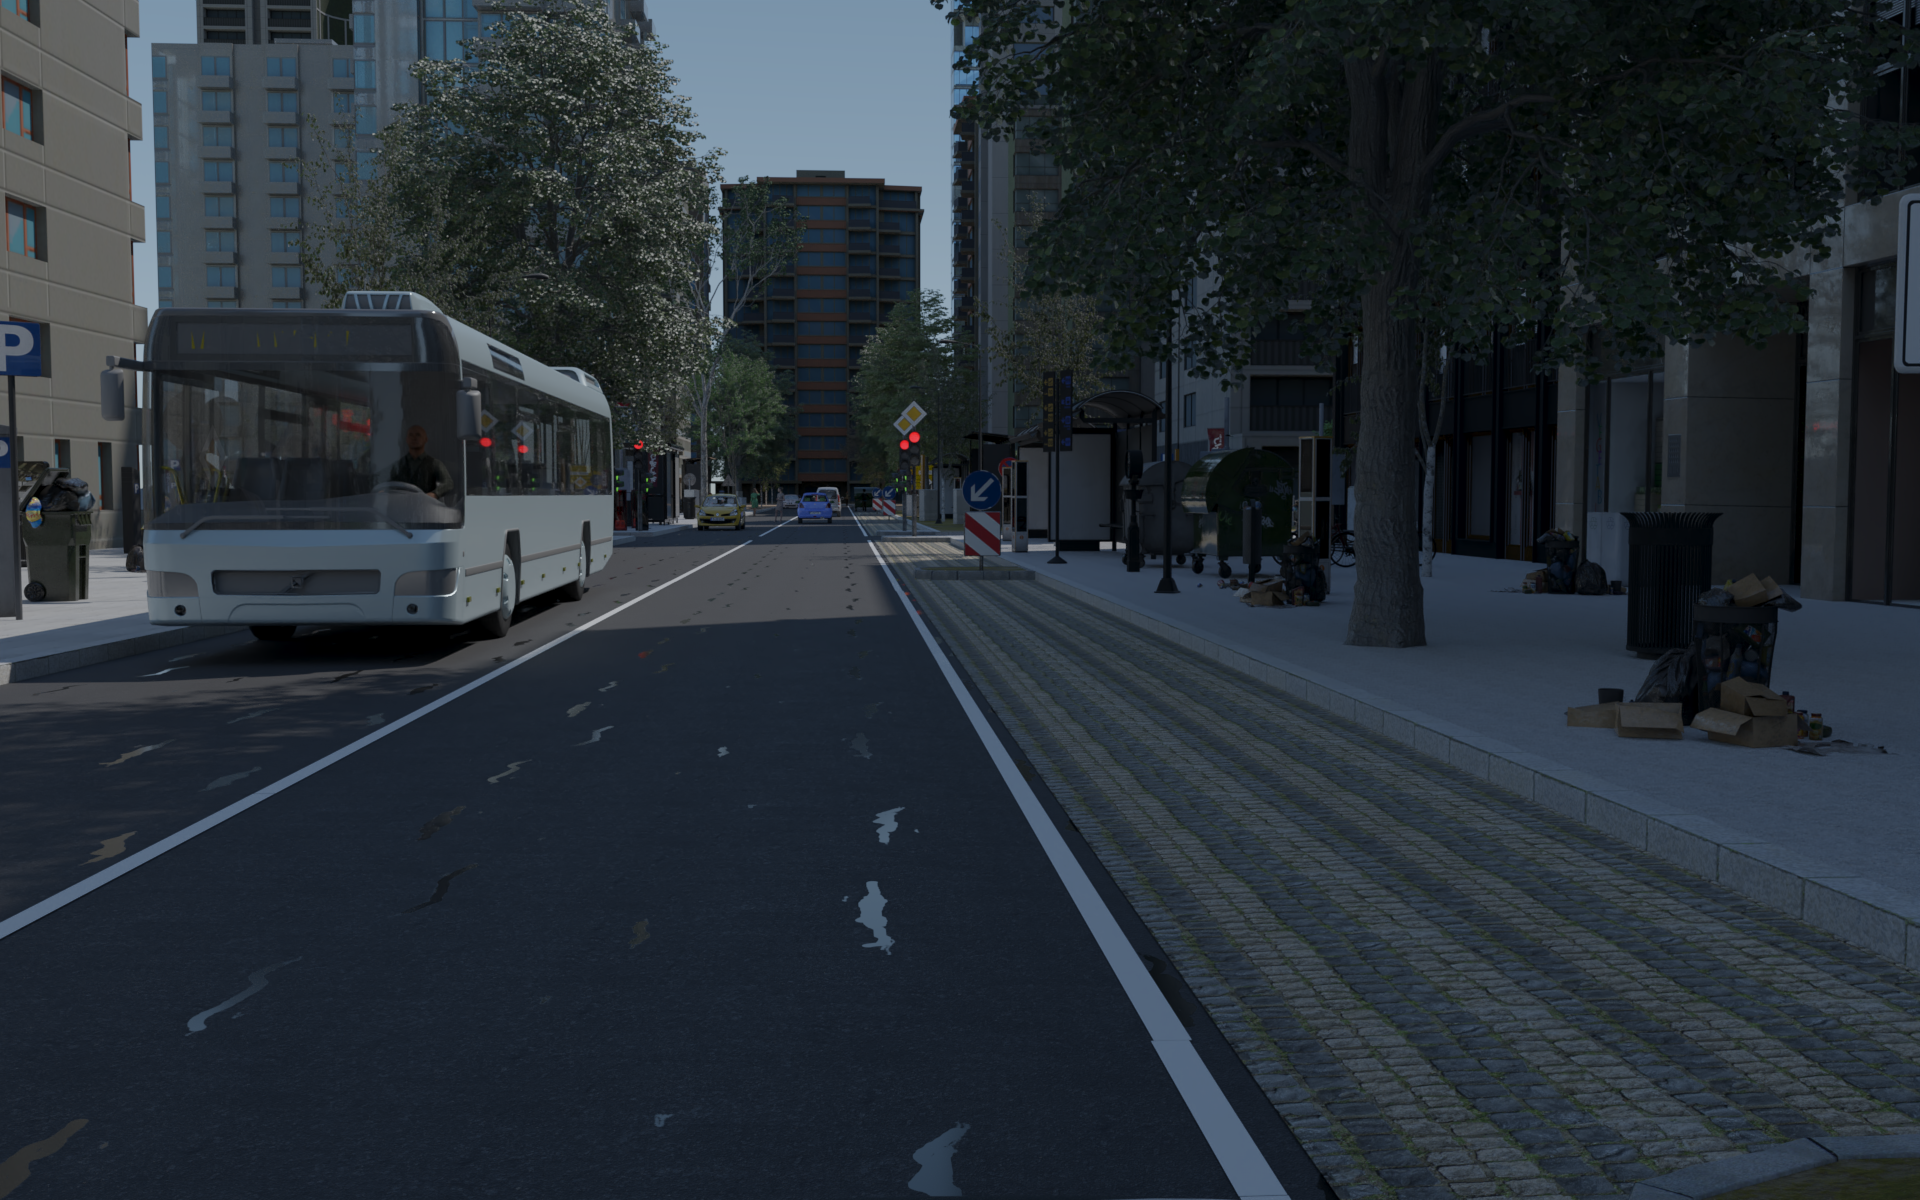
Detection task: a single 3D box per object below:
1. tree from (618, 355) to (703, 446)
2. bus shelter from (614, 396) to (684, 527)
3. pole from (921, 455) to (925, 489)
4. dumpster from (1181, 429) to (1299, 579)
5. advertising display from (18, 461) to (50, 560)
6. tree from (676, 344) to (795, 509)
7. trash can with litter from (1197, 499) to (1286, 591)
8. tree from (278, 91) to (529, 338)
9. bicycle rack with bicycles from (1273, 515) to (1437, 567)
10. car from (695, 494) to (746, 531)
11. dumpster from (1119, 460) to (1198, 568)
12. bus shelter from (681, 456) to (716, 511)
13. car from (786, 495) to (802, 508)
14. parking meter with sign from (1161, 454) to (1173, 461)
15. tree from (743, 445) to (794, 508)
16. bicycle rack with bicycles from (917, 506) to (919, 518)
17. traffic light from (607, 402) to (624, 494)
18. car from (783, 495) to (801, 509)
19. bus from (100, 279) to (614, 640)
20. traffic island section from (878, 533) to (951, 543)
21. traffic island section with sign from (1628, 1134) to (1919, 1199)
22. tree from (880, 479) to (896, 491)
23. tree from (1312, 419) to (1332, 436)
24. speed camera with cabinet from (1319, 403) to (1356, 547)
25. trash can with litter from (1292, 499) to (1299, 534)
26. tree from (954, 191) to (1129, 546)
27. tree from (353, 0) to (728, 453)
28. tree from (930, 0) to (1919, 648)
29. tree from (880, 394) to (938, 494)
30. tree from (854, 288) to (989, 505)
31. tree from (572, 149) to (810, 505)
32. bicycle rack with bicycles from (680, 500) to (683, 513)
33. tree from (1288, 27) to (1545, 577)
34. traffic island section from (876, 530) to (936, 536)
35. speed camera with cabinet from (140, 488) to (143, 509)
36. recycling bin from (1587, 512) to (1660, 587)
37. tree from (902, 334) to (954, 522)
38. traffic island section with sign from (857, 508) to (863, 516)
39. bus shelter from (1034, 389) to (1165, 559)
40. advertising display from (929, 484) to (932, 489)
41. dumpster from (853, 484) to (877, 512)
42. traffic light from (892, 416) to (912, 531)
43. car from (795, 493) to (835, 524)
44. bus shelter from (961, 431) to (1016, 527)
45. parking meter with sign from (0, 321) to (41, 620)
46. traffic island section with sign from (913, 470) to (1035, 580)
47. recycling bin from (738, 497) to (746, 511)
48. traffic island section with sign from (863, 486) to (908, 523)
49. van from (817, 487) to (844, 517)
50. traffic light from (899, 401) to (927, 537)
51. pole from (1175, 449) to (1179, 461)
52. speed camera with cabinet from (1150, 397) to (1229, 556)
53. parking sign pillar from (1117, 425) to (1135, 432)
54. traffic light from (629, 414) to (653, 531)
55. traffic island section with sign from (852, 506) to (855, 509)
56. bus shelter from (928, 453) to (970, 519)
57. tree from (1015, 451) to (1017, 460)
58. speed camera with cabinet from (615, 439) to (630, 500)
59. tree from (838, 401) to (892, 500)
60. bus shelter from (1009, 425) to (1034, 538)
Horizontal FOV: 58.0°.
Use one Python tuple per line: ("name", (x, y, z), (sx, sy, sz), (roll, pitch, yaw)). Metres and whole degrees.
("tree", (-14.054, -8.010, 81.326), (4.360, 8.622, 3.978), (0, 3, 0))
("bus shelter", (-12.916, -5.764, 71.865), (2.179, 5.291, 8.768), (0, 4, -4))
("pole", (-1.926, -5.881, 89.995), (0.158, 3.312, 0.155), (0, 3, 0))
("dumpster", (4.373, -1.499, 27.002), (1.502, 2.255, 1.985), (0, 4, -4))
("advertising display", (-18.255, -1.754, 33.891), (0.974, 1.923, 0.123), (1, 4, 11))
("tree", (-15.854, -11.893, 120.214), (9.928, 11.665, 9.643), (0, 3, 0))
("trash can with litter", (4.098, -0.777, 23.769), (1.678, 1.210, 2.233), (0, 4, 7))
("tree", (-10.568, -5.018, 32.407), (4.360, 8.622, 3.978), (0, 3, 0))
("bicycle rack with bicycles", (7.058, -1.085, 31.119), (2.925, 0.926, 2.852), (1, 4, 9))
("car", (-9.540, -3.613, 69.289), (2.015, 1.641, 3.980), (0, 4, -3))
("dumpster", (3.570, -1.519, 30.592), (1.264, 1.857, 1.865), (0, 4, -4))
("bus shelter", (-16.600, -7.281, 110.333), (1.731, 3.624, 6.357), (0, 4, -4))
("car", (-16.879, -10.039, 176.720), (1.945, 1.354, 3.894), (0, 4, -4))
("parking meter with sign", (8.907, -4.837, 75.347), (0.543, 3.016, 1.738), (0, 4, 1))
("tree", (-21.799, -15.042, 196.294), (4.737, 8.622, 4.395), (0, 3, 0))
("bicycle rack with bicycles", (-1.107, -4.866, 92.947), (2.925, 0.926, 2.852), (-2, 4, -32))
("traffic light", (-10.440, -3.829, 51.528), (0.839, 4.253, 0.868), (0, 4, -4))
("car", (-16.592, -9.642, 170.016), (2.083, 1.381, 4.827), (0, 4, -4))
("bus", (-6.003, -1.534, 19.946), (2.948, 3.499, 13.247), (0, 4, -5))
("traffic island section", (-1.360, -1.835, 52.281), (2.009, 0.180, 2.903), (0, 4, -4))
("traffic island section with sign", (2.068, 0.379, 2.436), (1.989, 1.847, 2.006), (0, 4, -4))
("tree", (-8.010, -11.997, 190.753), (1.663, 3.219, 1.824), (0, 3, 0))
("tree", (14.559, -5.002, 65.497), (4.285, 4.588, 4.351), (0, 3, 0))
("speed camera with cabinet", (8.499, -2.638, 37.460), (2.038, 3.252, 0.660), (3, 5, 44))
("trash can with litter", (8.760, -1.944, 43.169), (1.055, 1.170, 0.624), (-2, 4, -31))
("tree", (2.343, -5.609, 42.067), (4.360, 8.622, 3.978), (0, 3, 0))
("tree", (-10.363, -8.375, 43.588), (9.857, 13.997, 8.962), (0, 3, 0))
("tree", (3.745, -6.586, 14.343), (9.857, 13.997, 8.962), (0, 3, 0))
("tree", (-3.574, -10.171, 116.662), (4.737, 8.622, 4.395), (0, 3, 0))
("tree", (-2.296, -10.888, 96.139), (7.486, 12.596, 7.792), (0, 3, 0))
("tree", (-15.461, -14.613, 94.803), (12.611, 20.169, 13.585), (0, 3, 0))
("bicycle rack with bicycles", (-18.541, -6.270, 115.893), (2.925, 0.926, 2.852), (2, 4, 35))
("tree", (7.211, -4.677, 26.838), (4.360, 8.622, 3.978), (0, 3, 0))
("traffic island section", (-1.908, -2.322, 60.247), (2.009, 0.180, 2.903), (0, 4, -4))
("speed camera with cabinet", (-24.161, -3.445, 50.659), (0.660, 3.252, 2.038), (-3, 5, -40))
("recycling bin", (9.273, -0.713, 24.213), (0.722, 1.027, 0.722), (-1, 4, -17))
("tree", (-0.539, -7.965, 80.585), (4.360, 8.622, 3.978), (0, 3, 0))
("traffic island section with sign", (-5.481, -6.332, 112.157), (1.989, 1.847, 2.006), (0, 4, -4))
("bus shelter", (2.923, -2.594, 36.330), (2.014, 3.302, 5.546), (0, 4, -4))
("advertising display", (-1.510, -6.268, 107.697), (0.974, 1.923, 0.123), (-3, 5, -43))
("dumpster", (-7.766, -8.411, 142.478), (1.985, 2.255, 1.502), (0, 4, -5))
("traffic light", (-1.949, -4.355, 60.130), (0.839, 4.253, 0.868), (0, 4, -4))
("car", (-7.152, -4.635, 85.371), (1.945, 1.707, 3.694), (0, 4, -5))
("bus shelter", (1.102, -4.668, 67.597), (1.731, 3.624, 6.357), (0, 4, -4))
("parking meter with sign", (-10.177, -1.338, 18.141), (1.738, 3.016, 0.543), (3, 5, 45))
("traffic island section with sign", (0.205, -1.281, 29.567), (1.989, 1.847, 2.006), (0, 4, -4))
("recycling bin", (-16.579, -7.216, 130.532), (0.722, 1.027, 0.722), (2, 4, 24))
("traffic island section with sign", (-3.596, -4.658, 84.788), (1.989, 1.847, 2.006), (0, 4, -4))
("van", (-8.342, -6.259, 109.344), (2.013, 2.044, 4.112), (0, 4, -4))
("traffic light", (-1.401, -3.868, 52.164), (0.839, 4.253, 0.868), (0, 4, -4))
("pole", (9.823, -5.176, 78.474), (0.158, 3.312, 0.155), (0, 3, 0))
("speed camera with cabinet", (4.845, -2.538, 35.835), (0.660, 3.252, 2.038), (-3, 5, -43))
("parking sign pillar", (5.180, -3.890, 52.076), (1.447, 3.967, 1.447), (2, 4, 29))
("traffic light", (-10.988, -4.316, 59.495), (0.839, 4.253, 0.868), (0, 4, -4))
("traffic island section with sign", (-8.885, -9.366, 161.763), (1.989, 1.847, 2.006), (0, 4, -4))
("bus shelter", (-0.500, -5.705, 87.198), (2.014, 3.302, 5.546), (0, 4, -4))
("tree", (2.913, -7.578, 107.612), (4.285, 4.588, 4.351), (0, 3, 0))
("speed camera with cabinet", (-12.939, -4.187, 62.797), (2.038, 3.252, 0.660), (2, 4, 28))
("tree", (-9.059, -18.286, 209.338), (12.009, 13.543, 11.850), (0, 3, 0))
("bus shelter", (2.603, -3.293, 47.758), (2.014, 3.302, 5.546), (0, 4, -4))
